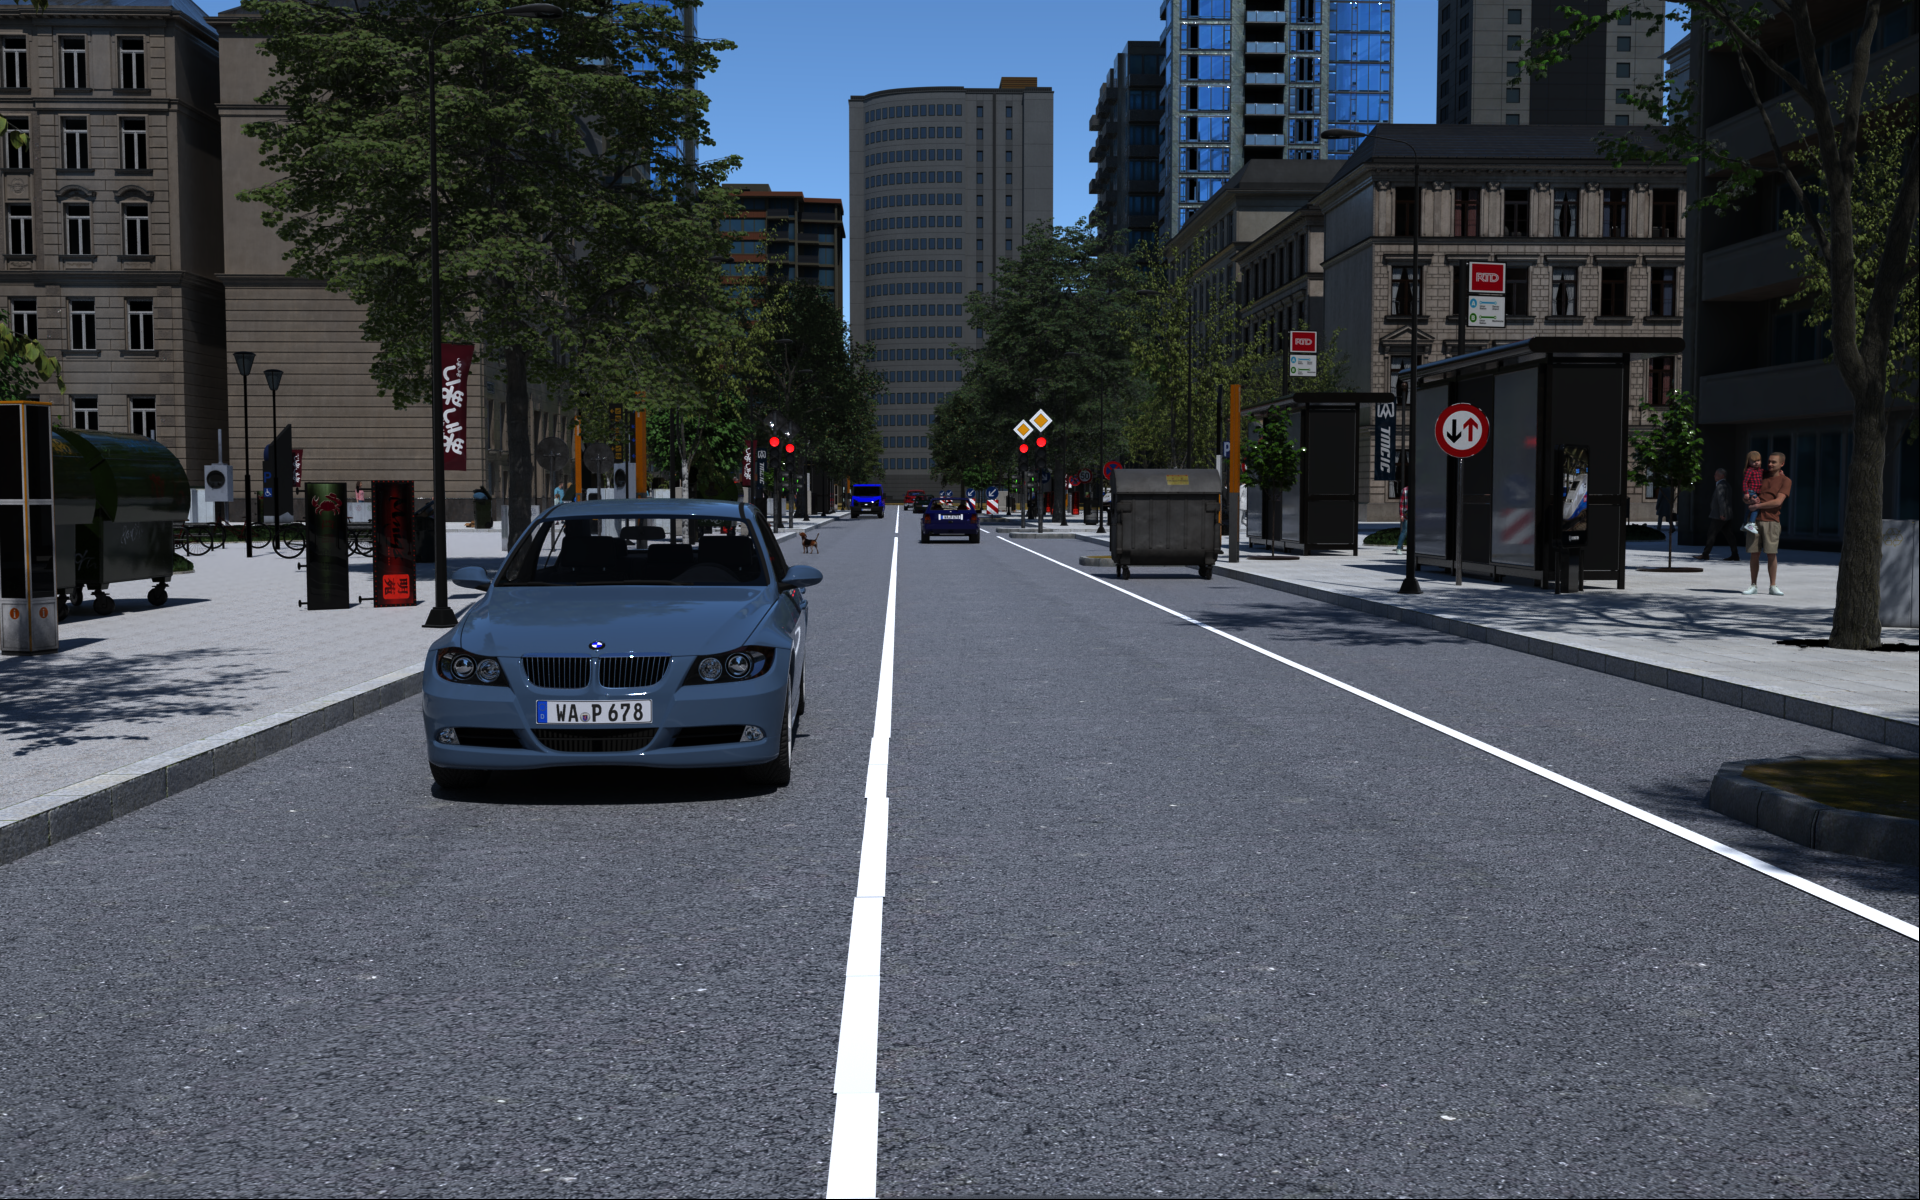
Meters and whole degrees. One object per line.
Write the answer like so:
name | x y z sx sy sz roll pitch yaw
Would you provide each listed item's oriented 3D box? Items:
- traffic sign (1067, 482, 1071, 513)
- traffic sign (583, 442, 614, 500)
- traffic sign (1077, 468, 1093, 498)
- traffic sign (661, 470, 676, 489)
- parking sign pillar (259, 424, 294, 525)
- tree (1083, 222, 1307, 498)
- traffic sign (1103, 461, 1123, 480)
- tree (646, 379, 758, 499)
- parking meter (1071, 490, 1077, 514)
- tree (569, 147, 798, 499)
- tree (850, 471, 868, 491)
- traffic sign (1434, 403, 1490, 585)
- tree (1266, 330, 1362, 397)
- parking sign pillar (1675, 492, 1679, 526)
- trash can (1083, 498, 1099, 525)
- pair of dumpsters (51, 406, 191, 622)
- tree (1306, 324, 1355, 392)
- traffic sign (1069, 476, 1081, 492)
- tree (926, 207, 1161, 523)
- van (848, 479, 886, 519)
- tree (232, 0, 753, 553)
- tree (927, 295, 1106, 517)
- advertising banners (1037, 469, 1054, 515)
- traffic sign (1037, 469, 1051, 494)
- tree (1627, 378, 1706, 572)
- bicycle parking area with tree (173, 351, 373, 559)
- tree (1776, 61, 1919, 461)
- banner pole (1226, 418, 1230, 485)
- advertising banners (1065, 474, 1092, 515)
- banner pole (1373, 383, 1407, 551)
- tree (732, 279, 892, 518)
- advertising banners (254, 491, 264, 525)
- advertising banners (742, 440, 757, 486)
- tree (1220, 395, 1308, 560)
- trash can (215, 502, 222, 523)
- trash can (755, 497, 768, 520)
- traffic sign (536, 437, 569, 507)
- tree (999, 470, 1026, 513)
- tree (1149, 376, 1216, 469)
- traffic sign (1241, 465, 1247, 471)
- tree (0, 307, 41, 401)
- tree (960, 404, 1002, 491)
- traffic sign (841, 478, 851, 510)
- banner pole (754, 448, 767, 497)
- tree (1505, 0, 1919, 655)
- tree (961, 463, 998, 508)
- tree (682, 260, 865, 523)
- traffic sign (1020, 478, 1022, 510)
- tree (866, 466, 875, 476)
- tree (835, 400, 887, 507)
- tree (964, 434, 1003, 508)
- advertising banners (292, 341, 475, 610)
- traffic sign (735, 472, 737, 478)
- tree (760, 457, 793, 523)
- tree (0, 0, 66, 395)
traffic sign | 7.394 -7.173 119.412 0.606 2.300 0.079 0 4 2
traffic sign | -8.919 -2.611 42.789 0.768 2.556 0.104 0 4 1
traffic sign | 6.097 -5.172 84.669 0.768 2.556 0.104 0 4 1
traffic sign | -11.049 -4.033 66.046 0.768 2.556 0.104 0 4 0
parking sign pillar | -26.017 -4.745 66.047 1.447 3.967 1.447 1 4 12
tree | 6.168 -5.939 47.464 4.737 8.622 4.395 0 3 0
traffic sign | 5.868 -4.059 66.463 0.768 2.556 0.104 0 4 1
tree | -7.031 -3.840 46.504 4.285 4.588 4.351 0 3 0
parking meter | 7.332 -6.281 111.098 0.372 1.533 0.369 0 3 0
tree | -5.737 -5.330 37.503 4.737 8.622 4.395 0 3 0
tree | -11.639 -12.880 194.301 4.285 4.588 4.351 0 3 0
traffic sign | 7.008 -1.477 24.260 0.768 2.556 0.104 0 4 2
tree | 15.749 -7.757 77.190 4.360 8.622 3.978 0 3 0
parking sign pillar | 29.389 -4.934 69.145 1.447 3.967 1.447 3 5 42
trash can | 5.421 -3.670 71.664 0.748 1.137 0.748 0 3 0
pair of dumpsters | -9.522 -0.933 17.748 1.574 2.255 4.437 0 4 -2
tree | 14.702 -7.435 71.921 4.737 8.622 4.395 0 3 0
traffic sign | 7.163 -6.595 107.937 0.768 2.556 0.104 0 3 0
tree | 4.346 -10.445 77.437 9.857 13.997 8.962 0 3 0
van | -5.510 -6.054 103.368 2.240 2.365 5.245 0 4 -1
tree | -7.014 -6.571 25.570 7.486 12.596 7.792 0 3 0
tree | 4.100 -11.064 97.903 9.611 12.733 9.660 0 3 0
advertising banners | 5.797 -6.766 106.812 2.074 3.025 0.090 0 4 -5
traffic sign | 4.040 -5.169 84.621 0.768 2.556 0.104 0 4 0
tree | 11.906 -2.094 28.838 1.663 3.219 1.824 0 3 0
bicycle parking area with tree | -15.261 -3.087 37.480 9.016 4.147 8.231 0 4 -2
tree | 15.877 -4.851 29.682 4.737 8.622 4.395 0 3 0
banner pole | 8.903 -4.138 57.679 0.401 3.779 0.863 0 4 3
advertising banners | 7.133 -6.742 106.421 2.074 3.025 0.090 -1 4 -16
banner pole | 9.753 -3.000 39.067 0.863 3.779 0.401 1 4 9
tree | -8.510 -10.734 92.505 9.611 12.733 9.660 0 3 0
advertising banners | -26.533 -4.362 67.509 2.074 3.025 0.090 1 4 9
advertising banners | -7.513 -3.643 55.750 2.074 3.025 0.090 1 4 9
tree | 6.204 -2.416 34.110 1.663 3.219 1.824 0 3 0
trash can | -24.064 -2.692 55.662 0.748 1.137 0.748 0 3 0
trash can | -8.339 -3.698 72.122 0.748 1.137 0.748 0 3 0
traffic sign | -9.047 -2.344 38.436 0.768 2.556 0.104 0 4 6
tree | 3.712 -7.480 116.906 1.663 3.219 1.824 0 3 0
tree | 13.195 -9.439 104.693 4.360 8.622 3.978 0 3 0
traffic sign | 9.380 -3.387 55.483 0.768 2.556 0.104 0 4 -2
tree | -13.855 -2.381 22.648 4.285 4.588 4.351 0 3 0
tree | 3.271 -12.122 132.606 7.601 10.594 8.767 0 4 3
traffic sign | -9.106 -8.460 138.422 0.768 2.556 0.104 0 4 6
banner pole | -9.601 -5.665 82.635 0.863 3.779 0.401 -1 4 -12
tree | 7.375 -5.393 13.926 9.928 11.665 9.643 0 3 0
tree | 1.693 -10.472 154.924 4.285 4.588 4.351 0 3 0
tree | -7.582 -8.303 70.160 8.767 10.594 7.601 1 4 13
traffic sign | 4.811 -8.407 137.552 0.768 2.556 0.104 0 4 -2
tree | -12.759 -16.261 216.229 4.360 8.622 3.978 0 3 0
tree | -11.128 -15.500 171.545 7.486 12.596 7.792 0 3 0
tree | 2.141 -12.896 161.210 4.737 8.622 4.395 0 3 0
advertising banners | -6.452 -1.432 19.600 2.074 3.025 0.090 -3 4 -39
traffic sign | -11.231 -5.148 84.273 0.768 2.556 0.104 0 4 6
tree | -8.173 -5.114 78.209 1.663 3.219 1.824 0 3 0
tree | -5.595 -3.498 7.549 4.737 8.622 4.395 0 3 0
